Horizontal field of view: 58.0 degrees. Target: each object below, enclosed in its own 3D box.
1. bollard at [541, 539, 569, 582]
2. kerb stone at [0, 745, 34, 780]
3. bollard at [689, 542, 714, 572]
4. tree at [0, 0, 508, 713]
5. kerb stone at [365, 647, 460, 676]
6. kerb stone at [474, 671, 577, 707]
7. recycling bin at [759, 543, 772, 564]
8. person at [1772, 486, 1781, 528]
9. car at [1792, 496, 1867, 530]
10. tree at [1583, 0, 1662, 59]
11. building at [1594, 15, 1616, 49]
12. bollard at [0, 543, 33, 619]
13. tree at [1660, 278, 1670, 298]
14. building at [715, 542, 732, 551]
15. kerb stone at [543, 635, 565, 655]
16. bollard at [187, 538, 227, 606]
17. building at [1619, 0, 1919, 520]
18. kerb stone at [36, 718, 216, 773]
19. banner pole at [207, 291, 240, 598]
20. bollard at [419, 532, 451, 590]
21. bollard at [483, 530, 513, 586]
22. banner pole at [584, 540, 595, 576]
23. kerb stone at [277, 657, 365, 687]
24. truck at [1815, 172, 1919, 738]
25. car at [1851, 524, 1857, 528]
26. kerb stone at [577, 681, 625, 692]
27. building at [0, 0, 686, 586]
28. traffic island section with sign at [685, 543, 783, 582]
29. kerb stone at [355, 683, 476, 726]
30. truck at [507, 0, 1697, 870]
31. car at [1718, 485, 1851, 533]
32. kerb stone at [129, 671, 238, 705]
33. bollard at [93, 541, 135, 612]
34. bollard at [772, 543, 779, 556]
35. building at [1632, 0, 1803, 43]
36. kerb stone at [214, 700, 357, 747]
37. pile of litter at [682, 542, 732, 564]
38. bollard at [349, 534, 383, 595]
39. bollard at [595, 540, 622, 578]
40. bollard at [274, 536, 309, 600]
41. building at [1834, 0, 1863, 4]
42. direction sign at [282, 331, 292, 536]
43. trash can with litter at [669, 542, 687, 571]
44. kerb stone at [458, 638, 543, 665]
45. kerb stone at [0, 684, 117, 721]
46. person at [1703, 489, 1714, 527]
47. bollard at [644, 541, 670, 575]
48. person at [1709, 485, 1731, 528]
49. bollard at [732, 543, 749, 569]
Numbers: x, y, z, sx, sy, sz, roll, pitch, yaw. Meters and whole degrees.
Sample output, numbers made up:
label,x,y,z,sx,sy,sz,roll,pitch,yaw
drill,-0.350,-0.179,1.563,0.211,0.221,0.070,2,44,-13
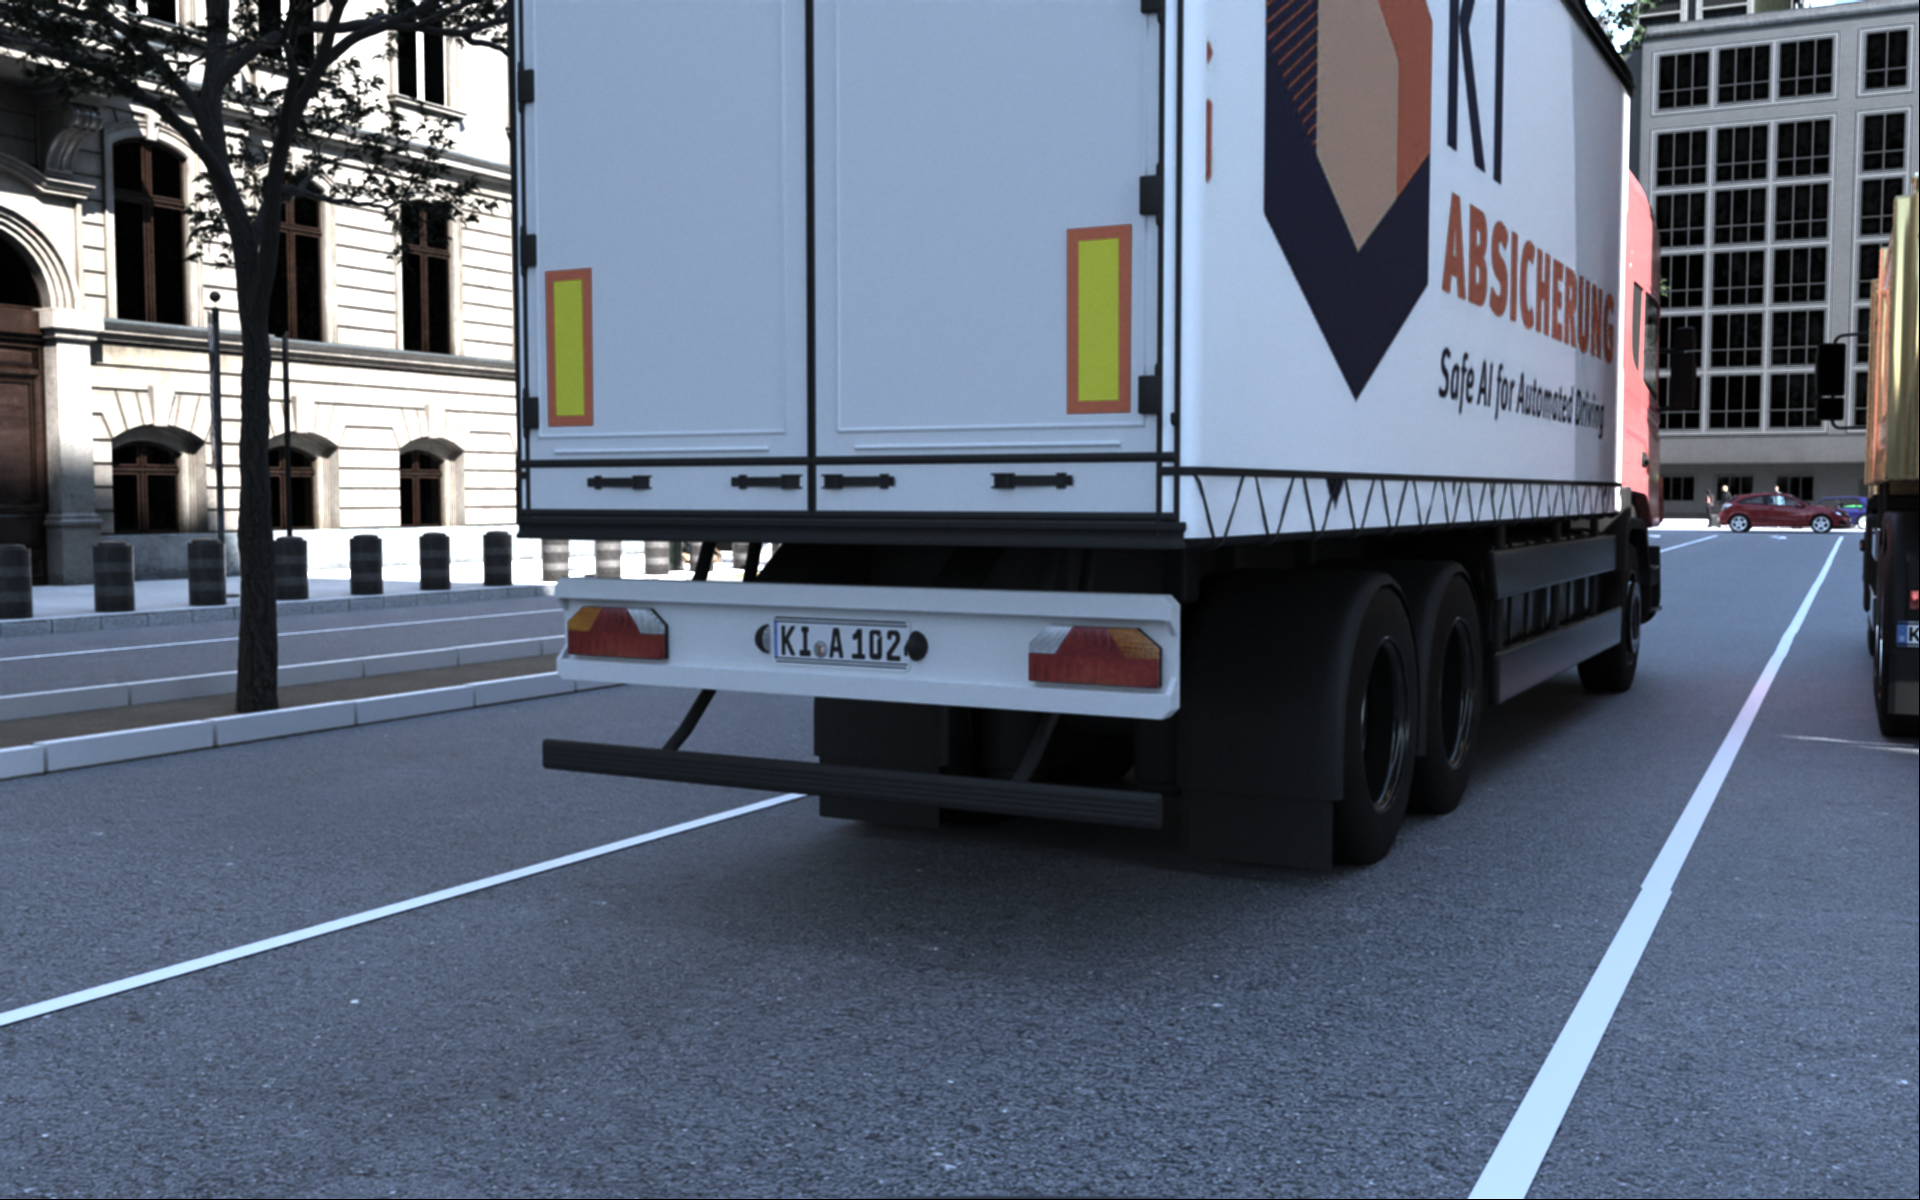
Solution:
label,x,y,z,sx,sy,sz,roll,pitch,yaw
bollard,-5.934,-0.653,25.394,0.404,0.777,0.398,0,3,0
kerb stone,-4.976,0.850,8.453,0.120,0.150,1.000,2,4,27
bollard,-4.265,-0.849,28.594,0.404,0.777,0.398,0,3,0
tree,-4.444,-4.556,11.368,8.767,10.594,7.601,2,4,27
kerb stone,-4.464,0.506,13.976,0.120,0.150,1.000,2,4,27
kerb stone,-3.073,0.617,12.101,0.120,0.150,1.000,2,4,27
recycling bin,-3.451,-1.190,32.004,0.722,1.027,0.722,1,4,17
person,34.610,-3.951,73.447,0.601,1.785,0.444,2,4,31
car,35.763,-3.583,71.169,3.894,1.354,1.945,2,4,28
tree,12.866,-11.512,46.571,12.611,20.169,13.585,0,3,0
building,25.445,-19.031,98.550,23.554,28.519,14.401,2,4,27
bollard,-9.833,-0.196,17.927,0.404,0.777,0.398,0,3,0
tree,18.963,-7.844,56.456,9.928,11.665,9.643,0,3,0
building,-6.266,-13.324,47.530,12.332,23.373,15.834,2,4,27
kerb stone,-3.506,0.392,15.793,0.120,0.150,1.000,2,4,27
bollard,-8.721,-0.327,20.058,0.404,0.777,0.398,0,3,0
building,46.655,-18.001,87.829,24.014,27.812,14.314,2,4,27
kerb stone,-4.502,0.785,9.361,0.120,0.150,1.000,2,4,27
banner pole,-9.141,-1.912,21.279,0.401,3.779,0.863,-1,4,-15
bollard,-7.052,-0.523,23.261,0.404,0.777,0.398,0,3,0
bollard,-6.494,-0.588,24.326,0.404,0.777,0.398,0,3,0
banner pole,-5.547,-2.275,27.221,0.401,3.779,0.863,3,4,38
kerb stone,-4.935,0.562,13.065,0.120,0.150,1.000,2,4,27
truck,8.242,-1.040,12.931,3.469,3.379,9.791,2,4,27
car,39.285,-3.951,73.401,4.718,1.807,1.959,2,4,29
kerb stone,-2.595,0.563,13.019,0.120,0.150,1.000,2,4,27
building,-18.113,-12.607,25.201,14.460,24.649,34.723,2,4,27
traffic island section with sign,-2.919,-1.133,27.161,1.989,1.847,2.006,2,4,27
kerb stone,-3.543,0.677,11.183,0.120,0.150,1.000,2,4,27
truck,2.242,-1.294,10.075,2.839,4.237,11.283,2,4,29
car,30.679,-3.391,64.487,4.494,1.783,2.155,2,4,29
kerb stone,-5.412,0.616,12.156,0.120,0.150,1.000,2,4,27
bollard,-9.278,-0.262,18.993,0.404,0.777,0.398,0,3,0
bollard,-3.143,-0.980,30.747,0.404,0.777,0.398,0,3,0
building,104.135,-48.999,239.381,20.611,71.187,20.563,2,4,27
kerb stone,-4.022,0.729,10.276,0.120,0.150,1.000,2,4,27
pile of litter,-4.947,-1.122,32.309,1.719,0.858,1.176,0,4,7
bollard,-7.608,-0.457,22.196,0.404,0.777,0.398,0,3,0
bollard,-5.377,-0.718,26.460,0.404,0.777,0.398,0,3,0
bollard,-8.166,-0.392,21.125,0.404,0.777,0.398,0,3,0
building,127.453,-55.974,227.841,31.000,86.520,22.319,2,4,27
direction sign,-9.527,-1.991,24.551,0.379,3.537,0.876,-2,4,-24
trash can with litter,-4.929,-1.084,29.117,0.624,1.170,1.055,0,4,-2
kerb stone,-3.992,0.447,14.886,0.120,0.150,1.000,2,4,27
kerb stone,-5.885,0.670,11.246,0.120,0.150,1.000,2,4,27
person,32.387,-3.974,74.944,0.415,1.643,0.593,1,4,12
bollard,-4.821,-0.783,27.525,0.404,0.777,0.398,0,3,0
person,32.295,-3.956,73.400,0.699,1.804,1.509,1,4,10
bollard,-3.700,-0.915,29.675,0.404,0.777,0.398,0,3,0
